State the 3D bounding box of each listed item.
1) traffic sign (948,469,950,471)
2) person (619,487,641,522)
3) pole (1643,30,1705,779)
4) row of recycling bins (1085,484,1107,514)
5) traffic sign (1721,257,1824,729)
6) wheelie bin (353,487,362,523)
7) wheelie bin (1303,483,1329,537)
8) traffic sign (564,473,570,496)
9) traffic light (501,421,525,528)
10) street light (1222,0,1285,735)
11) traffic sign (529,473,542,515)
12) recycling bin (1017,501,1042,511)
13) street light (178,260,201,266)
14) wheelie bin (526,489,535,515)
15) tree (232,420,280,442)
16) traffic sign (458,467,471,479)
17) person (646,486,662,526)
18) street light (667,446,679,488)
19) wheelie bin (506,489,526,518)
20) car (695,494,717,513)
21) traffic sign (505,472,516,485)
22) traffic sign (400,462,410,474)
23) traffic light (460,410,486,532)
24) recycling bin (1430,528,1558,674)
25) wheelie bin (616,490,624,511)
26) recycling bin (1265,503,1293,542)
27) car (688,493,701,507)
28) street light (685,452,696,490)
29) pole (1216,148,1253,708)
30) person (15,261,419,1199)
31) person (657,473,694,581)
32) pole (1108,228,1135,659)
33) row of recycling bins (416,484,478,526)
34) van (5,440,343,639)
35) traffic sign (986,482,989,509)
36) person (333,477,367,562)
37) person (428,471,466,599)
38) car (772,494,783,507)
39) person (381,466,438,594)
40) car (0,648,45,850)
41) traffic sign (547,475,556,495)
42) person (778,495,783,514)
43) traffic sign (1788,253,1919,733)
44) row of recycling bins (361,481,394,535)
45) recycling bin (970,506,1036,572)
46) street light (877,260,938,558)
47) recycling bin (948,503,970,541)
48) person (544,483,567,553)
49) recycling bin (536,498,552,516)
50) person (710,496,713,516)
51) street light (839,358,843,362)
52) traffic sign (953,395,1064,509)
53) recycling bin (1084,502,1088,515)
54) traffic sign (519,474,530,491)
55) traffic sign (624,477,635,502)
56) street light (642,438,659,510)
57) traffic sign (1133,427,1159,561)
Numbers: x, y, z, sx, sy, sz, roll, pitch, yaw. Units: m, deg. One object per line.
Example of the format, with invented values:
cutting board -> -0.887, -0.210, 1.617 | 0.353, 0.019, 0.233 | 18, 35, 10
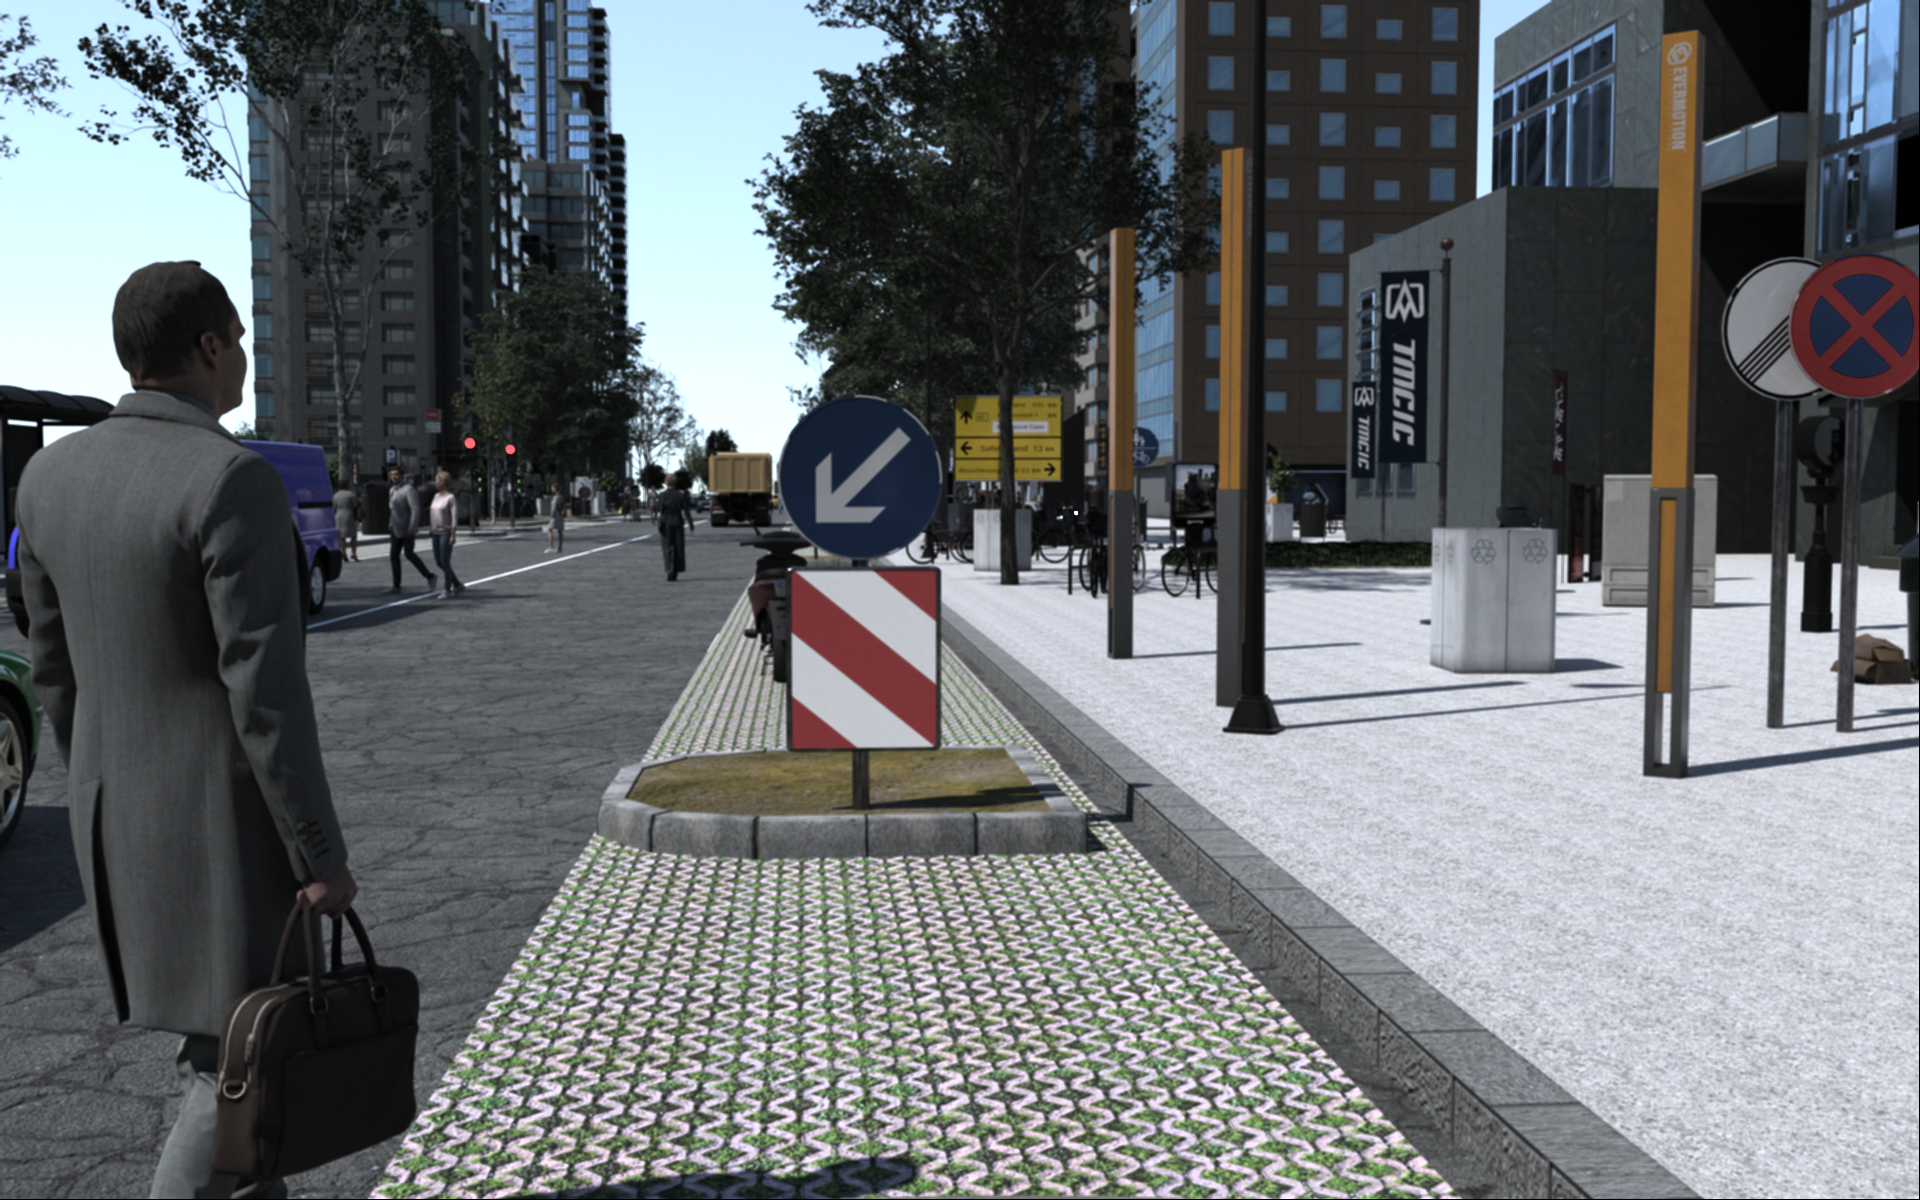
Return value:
traffic sign -> -0.782, -5.002, 81.888 | 0.768, 2.556, 0.104 | 0, 4, -2
person -> -16.813, -4.855, 88.094 | 0.699, 1.804, 1.509 | -2, 4, -31
pole -> 3.217, -0.854, 7.799 | 0.158, 3.312, 0.155 | 0, 3, 0
row of recycling bins -> 5.426, -3.906, 70.970 | 1.069, 1.692, 3.534 | -3, 4, -37
traffic sign -> 4.470, -0.570, 9.422 | 0.768, 2.556, 0.104 | 0, 4, -4
wheelie bin -> -27.102, -4.286, 77.986 | 0.980, 1.594, 0.693 | 2, 4, 35
wheelie bin -> 10.594, -2.672, 51.596 | 0.693, 1.594, 0.980 | 1, 4, 20
traffic sign -> -24.118, -6.447, 105.518 | 0.768, 2.556, 0.104 | 0, 4, 3
traffic light -> -17.106, -4.727, 66.200 | 0.839, 4.253, 0.868 | 0, 4, -5
street light -> 1.054, -2.240, 9.173 | 1.470, 5.913, 1.316 | 0, 4, -5
traffic sign -> -26.231, -6.539, 107.023 | 0.768, 2.556, 0.104 | 0, 4, 3
recycling bin -> 2.525, -2.846, 59.081 | 0.722, 1.027, 0.722 | 3, 5, 41
street light -> -15.750, -3.787, 34.465 | 1.470, 5.913, 1.316 | 0, 4, -5
wheelie bin -> -26.833, -6.112, 107.837 | 0.693, 1.594, 0.980 | 2, 4, 29
tree -> -31.617, -5.694, 76.813 | 4.285, 4.588, 4.351 | 0, 3, 0
traffic sign -> -22.722, -4.873, 79.777 | 0.768, 2.556, 0.104 | 0, 3, 0
person -> -13.913, -4.289, 78.740 | 0.709, 1.813, 0.853 | -3, 4, -36
street light -> -27.727, -11.924, 167.497 | 1.470, 5.913, 1.316 | 0, 4, -5
wheelie bin -> -23.612, -5.123, 91.664 | 0.693, 1.594, 0.980 | -2, 4, -33
car -> -18.977, -7.405, 130.853 | 2.009, 1.686, 4.222 | 0, 4, -5
traffic sign -> -21.906, -5.115, 84.814 | 0.795, 2.450, 0.064 | 0, 4, 2
traffic sign -> -22.509, -4.284, 70.047 | 0.884, 2.594, 0.081 | 0, 4, 0
traffic light -> -16.391, -4.240, 58.247 | 0.839, 4.253, 0.868 | 0, 4, -5
recycling bin -> 3.900, -0.008, 12.693 | 0.722, 1.027, 0.722 | 0, 4, -1
wheelie bin -> -25.859, -7.611, 132.347 | 0.693, 1.594, 0.980 | -3, 4, -36
recycling bin -> 8.414, -2.065, 46.314 | 0.722, 1.027, 0.722 | -2, 4, -27
car -> -26.419, -10.015, 172.534 | 1.959, 1.807, 4.718 | 0, 4, -5
street light -> -29.966, -13.463, 192.666 | 1.470, 5.913, 1.316 | 0, 4, -5
pole -> 1.659, -1.011, 10.380 | 0.158, 3.312, 0.155 | 0, 3, 0
person -> -1.236, 0.348, 2.908 | 0.694, 1.812, 0.767 | 2, 4, 28
person -> -4.724, -1.207, 28.650 | 0.576, 1.772, 0.534 | -2, 4, -34
pole -> 1.250, -1.198, 13.434 | 0.158, 3.312, 0.155 | 0, 3, 0
row of recycling bins -> -20.897, -3.874, 70.456 | 1.069, 1.692, 3.534 | 1, 4, 18
van -> -8.469, -0.892, 18.965 | 2.240, 2.365, 5.245 | 0, 4, -4
traffic sign -> 0.603, -2.322, 38.075 | 0.768, 2.556, 0.104 | 0, 4, 2
person -> -12.882, -1.704, 36.714 | 0.716, 1.782, 0.532 | 1, 4, 10
person -> -7.032, -0.891, 23.735 | 0.731, 1.740, 0.598 | 2, 4, 30
car -> -18.243, -9.927, 172.525 | 2.015, 1.641, 3.980 | 0, 4, -5
person -> -8.019, -1.027, 25.134 | 0.661, 1.843, 0.795 | 3, 5, 41
car -> -4.550, 0.211, 5.339 | 1.959, 1.807, 4.718 | 0, 4, -5
traffic sign -> -26.603, -6.922, 113.273 | 0.768, 2.556, 0.104 | 0, 4, 5
person -> -13.116, -7.160, 126.405 | 0.643, 1.720, 0.563 | -3, 4, -37
traffic sign -> 4.771, -0.560, 9.264 | 0.768, 2.556, 0.104 | 0, 4, 1
row of recycling bins -> -18.656, -2.973, 55.727 | 1.069, 1.692, 3.534 | -1, 4, -15
recycling bin -> 0.712, -1.002, 28.930 | 0.722, 1.027, 0.722 | 3, 5, 40
street light -> -1.161, -3.793, 34.564 | 1.470, 5.913, 1.316 | 0, 4, -5
recycling bin -> 0.104, -2.137, 47.499 | 0.722, 1.027, 0.722 | 2, 4, 30
person -> -9.888, -2.018, 42.497 | 0.522, 1.701, 0.512 | 0, 4, 8
recycling bin -> -24.608, -5.497, 102.429 | 0.722, 1.027, 0.722 | -2, 4, -31
person -> -15.543, -5.864, 108.628 | 0.306, 1.304, 0.590 | -1, 4, -15
street light -> -3.501, -5.313, 59.405 | 1.470, 5.913, 1.316 | 0, 4, -5
traffic sign -> 0.990, -2.552, 35.605 | 2.265, 3.308, 0.079 | 0, 4, 4
recycling bin -> 3.796, -2.707, 56.808 | 0.722, 1.027, 0.722 | 1, 4, 9
traffic sign -> -27.961, -6.801, 111.307 | 0.768, 2.556, 0.104 | 0, 4, 3
traffic sign -> -24.447, -7.834, 128.186 | 0.768, 2.556, 0.104 | 0, 4, -2
street light -> -25.375, -10.378, 142.215 | 1.470, 5.913, 1.316 | 0, 4, -5
traffic sign -> 3.393, -2.010, 32.967 | 0.768, 2.556, 0.104 | 0, 4, -2
